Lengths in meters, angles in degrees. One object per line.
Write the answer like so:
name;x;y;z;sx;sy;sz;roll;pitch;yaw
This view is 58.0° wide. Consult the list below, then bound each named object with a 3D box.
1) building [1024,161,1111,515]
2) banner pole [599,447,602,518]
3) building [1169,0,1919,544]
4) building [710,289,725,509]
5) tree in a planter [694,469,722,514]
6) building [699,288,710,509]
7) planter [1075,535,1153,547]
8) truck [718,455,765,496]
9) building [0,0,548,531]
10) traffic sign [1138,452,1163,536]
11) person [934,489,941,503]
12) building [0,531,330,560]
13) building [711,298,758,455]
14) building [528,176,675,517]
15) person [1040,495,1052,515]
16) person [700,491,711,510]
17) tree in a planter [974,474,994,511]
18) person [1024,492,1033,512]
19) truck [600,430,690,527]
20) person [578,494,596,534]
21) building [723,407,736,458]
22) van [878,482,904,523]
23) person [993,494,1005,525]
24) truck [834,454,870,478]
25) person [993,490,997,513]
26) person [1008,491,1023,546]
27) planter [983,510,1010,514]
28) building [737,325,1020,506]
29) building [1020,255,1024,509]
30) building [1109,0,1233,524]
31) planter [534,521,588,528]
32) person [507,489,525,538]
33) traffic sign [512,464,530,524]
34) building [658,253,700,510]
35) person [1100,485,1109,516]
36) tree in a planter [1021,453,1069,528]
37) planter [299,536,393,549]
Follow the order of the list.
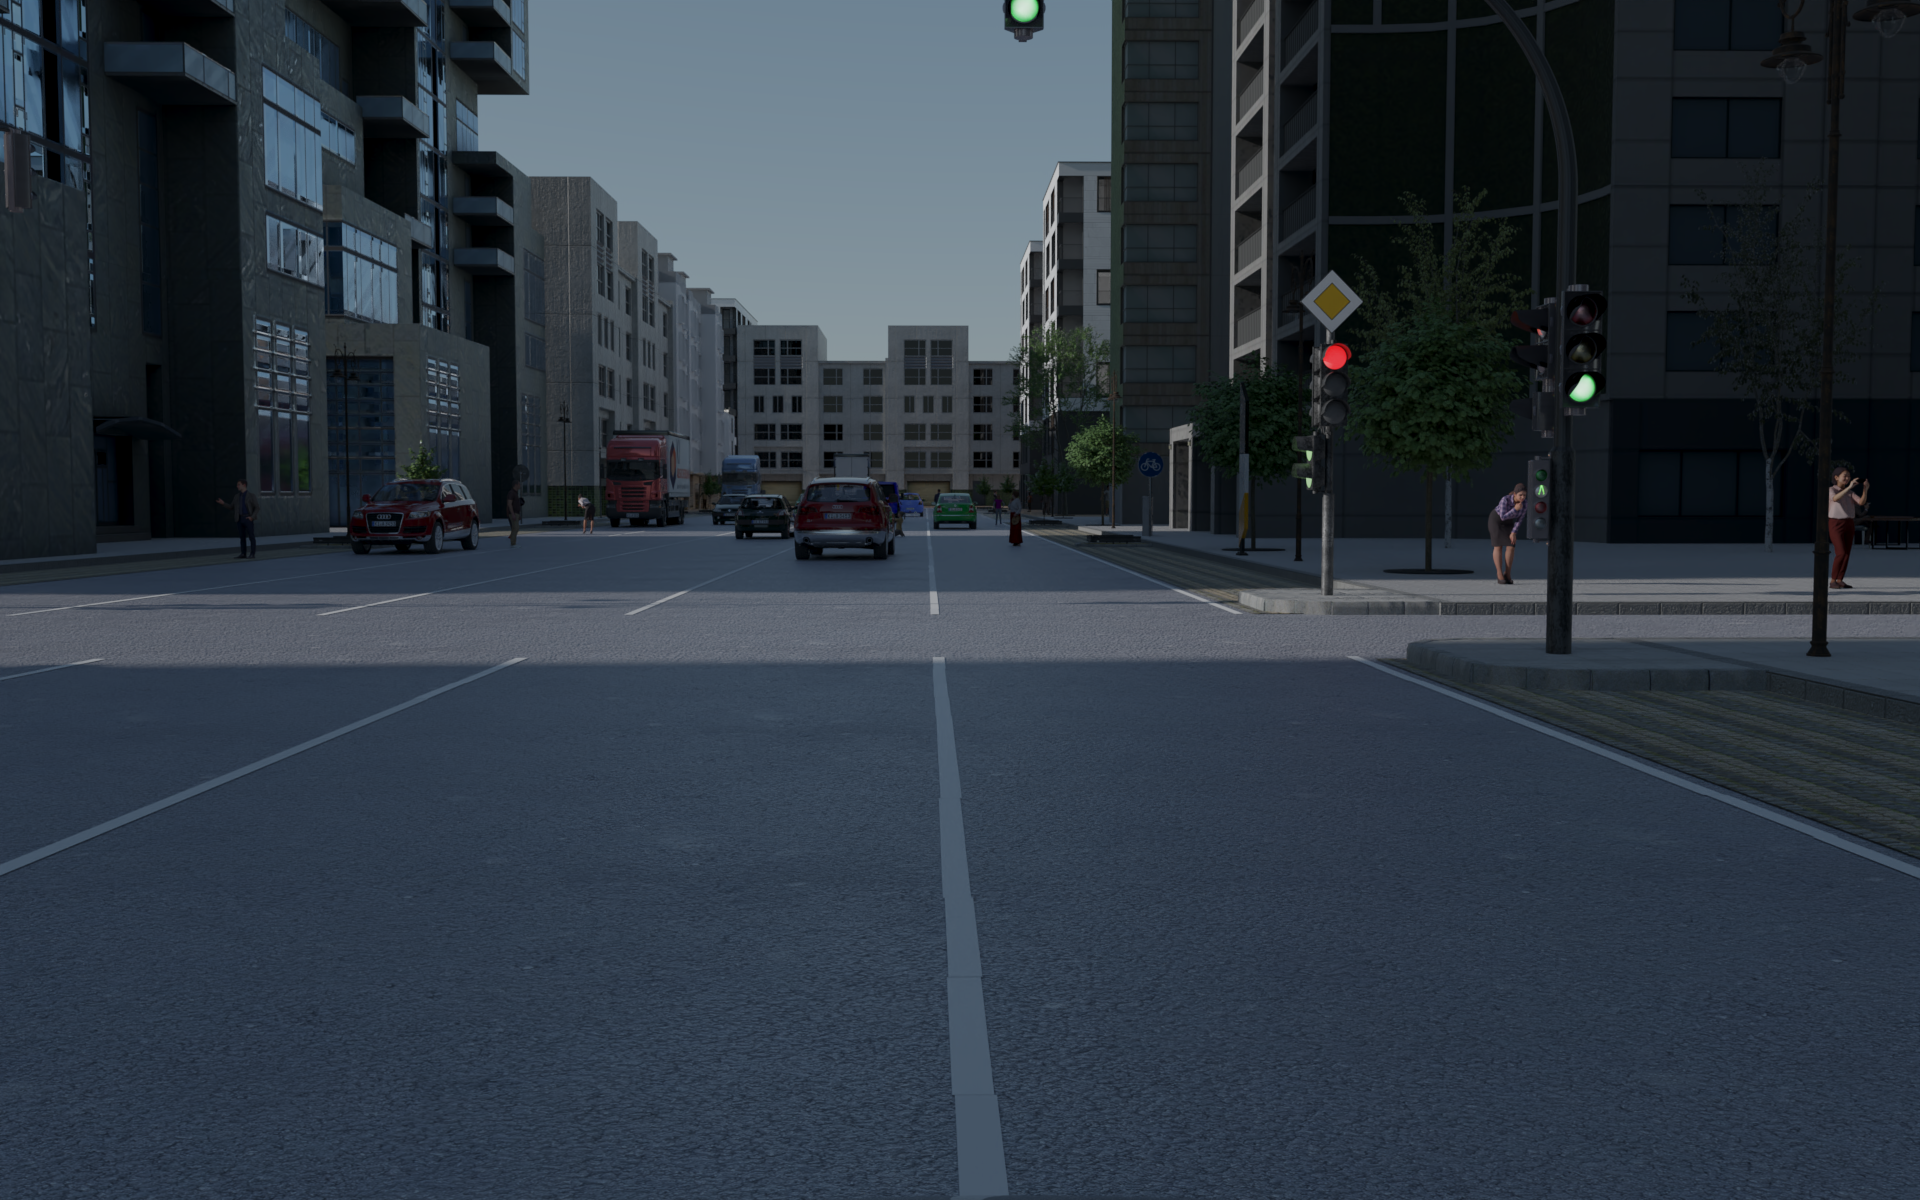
building;19.635;-17.080;123.234;27.936;21.610;32.646;0;4;-1
banner pole;-19.231;-6.270;92.533;0.401;3.779;0.863;-1;4;-18
building;18.272;-37.590;52.848;20.563;71.187;20.611;0;4;-1
building;-29.423;-18.363;156.652;16.016;20.091;11.380;0;4;-1
tree in a planter;-17.804;-7.708;123.248;1.991;3.239;1.994;0;4;-1
building;-29.947;-17.650;145.003;16.016;20.091;11.380;0;4;-1
planter;4.160;-1.607;47.420;1.991;0.319;1.994;0;4;-1
truck;-15.248;-8.330;125.950;2.967;4.110;18.799;0;4;-2
building;-31.850;-46.832;78.378;22.319;86.520;31.000;0;4;-1
traffic sign;5.755;-3.197;52.373;0.768;2.556;0.104;0;4;0
person;-1.141;-5.210;94.607;0.541;1.710;0.530;1;4;15
building;-29.872;-44.453;39.483;22.319;86.520;31.000;0;4;-1
building;-39.978;-21.439;194.497;32.646;21.610;27.936;0;4;-1
building;-29.212;-15.036;112.297;16.747;18.905;31.486;0;4;-1
person;5.337;-6.110;106.488;0.434;1.755;0.990;-3;5;-39
person;-21.036;-8.362;142.864;0.705;1.812;1.348;2;4;33
tree in a planter;2.102;-9.389;150.730;1.991;3.239;1.994;0;4;-1
person;4.965;-7.027;124.193;0.557;1.426;1.065;-2;4;-32
truck;-14.074;-5.467;78.292;2.839;4.237;11.283;0;4;-2
person;-13.569;-3.126;62.795;0.799;1.438;0.628;1;4;9
building;-36.241;-13.804;167.847;28.070;9.664;9.099;0;4;-1
van;-3.995;-5.134;88.327;2.240;2.365;5.245;0;4;-1
person;1.803;-4.136;79.356;0.726;1.434;0.776;0;4;-7
truck;-7.803;-8.379;125.909;2.839;4.237;11.283;0;4;-3
person;2.703;-7.423;130.667;0.445;1.727;0.742;0;4;1
person;1.538;-2.247;47.711;0.387;1.526;0.523;-2;4;-26
planter;2.647;-6.276;123.753;1.991;0.319;1.994;0;4;-1
building;-7.697;-19.787;189.979;31.486;18.905;16.747;0;4;-1
building;19.220;-19.105;156.337;27.936;21.610;32.646;0;4;-1
building;13.734;-24.182;78.978;14.154;41.232;14.086;0;4;-1
planter;-16.813;-3.187;73.253;1.991;0.319;1.994;0;4;-1
person;-14.412;-2.786;55.926;0.662;1.594;0.647;2;4;24
traffic sign;-18.825;-4.535;74.258;0.768;2.556;0.104;1;4;9
building;-29.133;-16.956;133.658;16.016;20.091;11.380;0;4;-1
person;8.819;-5.900;102.510;1.348;1.824;0.705;-2;4;-29
tree in a planter;3.624;-4.716;74.324;1.991;3.239;1.994;0;4;-1
planter;-16.277;-1.533;46.196;1.991;0.319;1.994;0;4;-1
